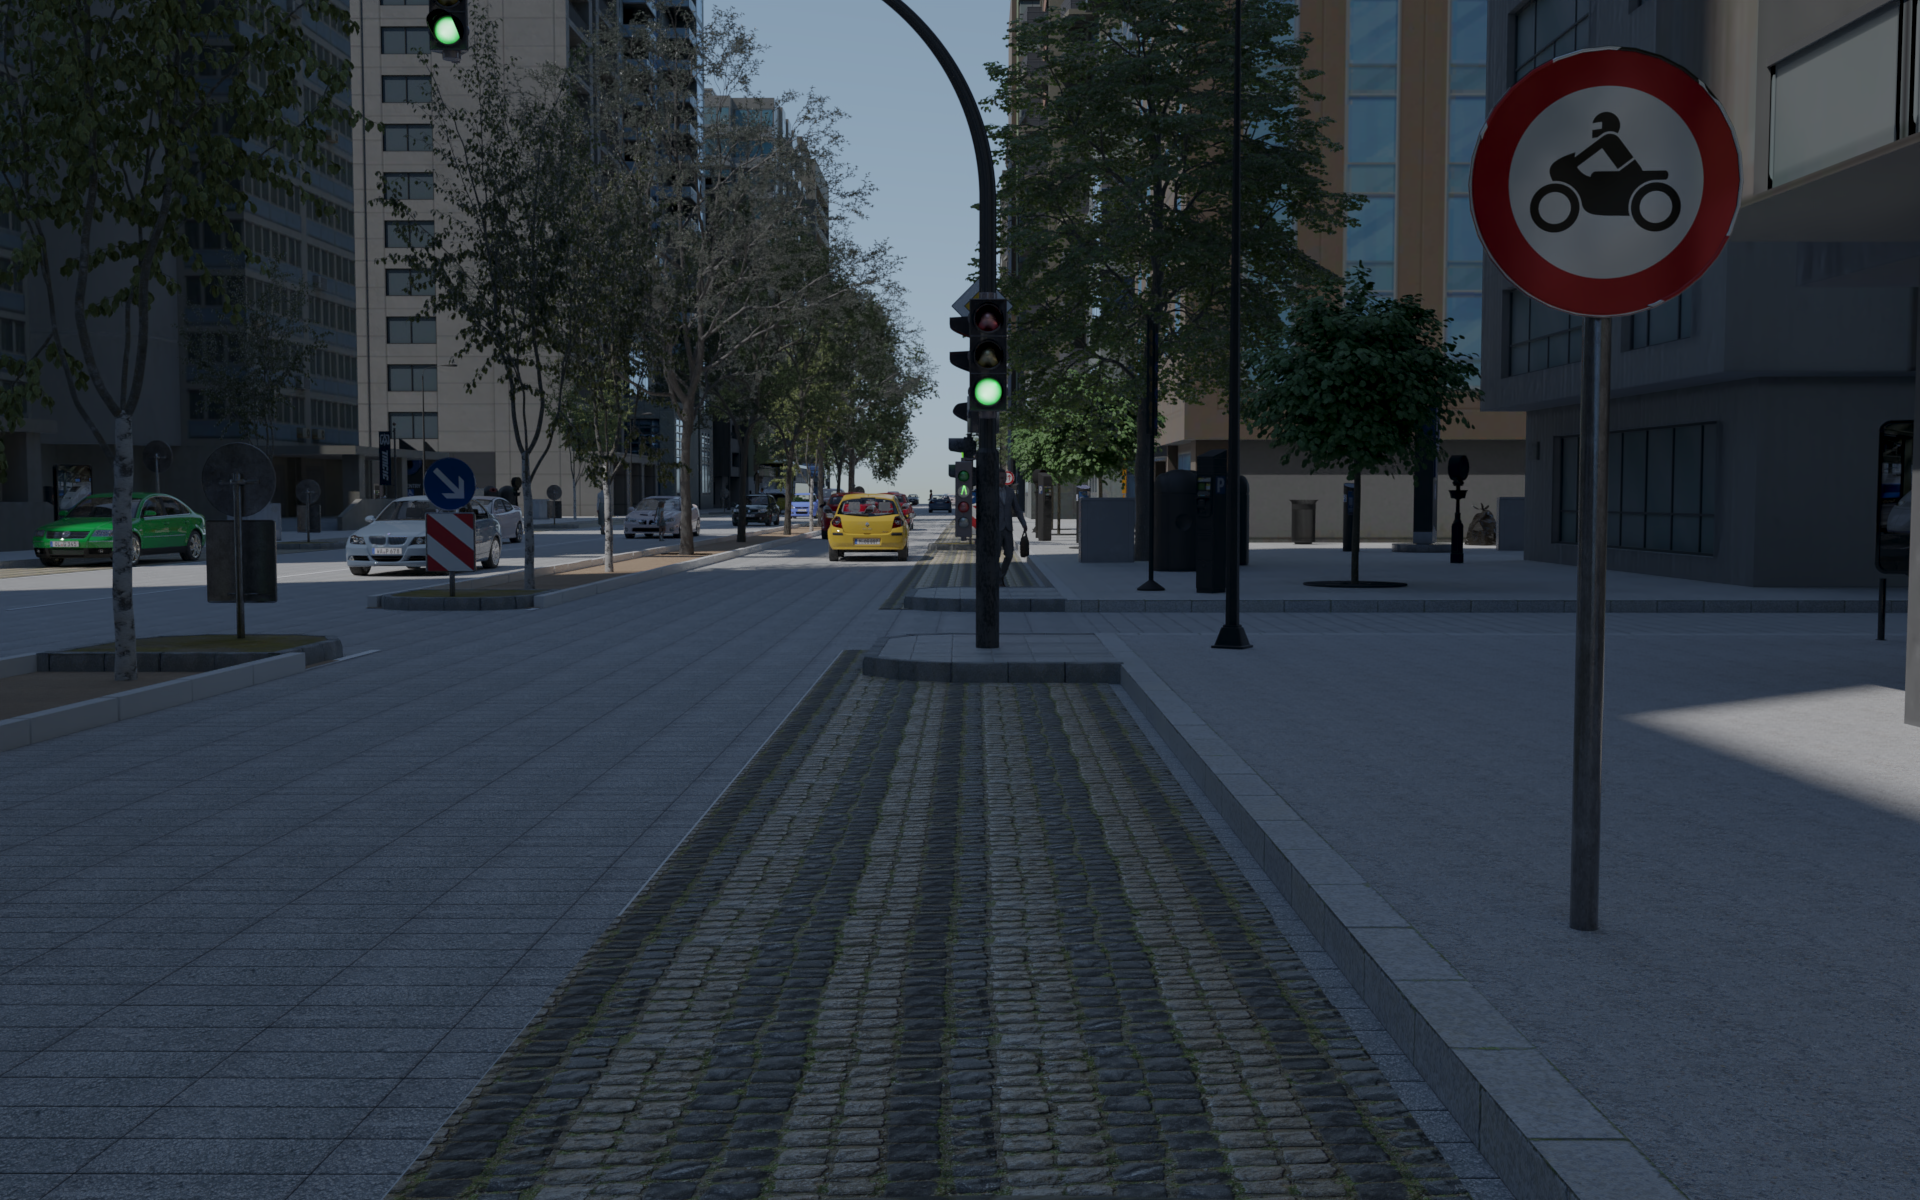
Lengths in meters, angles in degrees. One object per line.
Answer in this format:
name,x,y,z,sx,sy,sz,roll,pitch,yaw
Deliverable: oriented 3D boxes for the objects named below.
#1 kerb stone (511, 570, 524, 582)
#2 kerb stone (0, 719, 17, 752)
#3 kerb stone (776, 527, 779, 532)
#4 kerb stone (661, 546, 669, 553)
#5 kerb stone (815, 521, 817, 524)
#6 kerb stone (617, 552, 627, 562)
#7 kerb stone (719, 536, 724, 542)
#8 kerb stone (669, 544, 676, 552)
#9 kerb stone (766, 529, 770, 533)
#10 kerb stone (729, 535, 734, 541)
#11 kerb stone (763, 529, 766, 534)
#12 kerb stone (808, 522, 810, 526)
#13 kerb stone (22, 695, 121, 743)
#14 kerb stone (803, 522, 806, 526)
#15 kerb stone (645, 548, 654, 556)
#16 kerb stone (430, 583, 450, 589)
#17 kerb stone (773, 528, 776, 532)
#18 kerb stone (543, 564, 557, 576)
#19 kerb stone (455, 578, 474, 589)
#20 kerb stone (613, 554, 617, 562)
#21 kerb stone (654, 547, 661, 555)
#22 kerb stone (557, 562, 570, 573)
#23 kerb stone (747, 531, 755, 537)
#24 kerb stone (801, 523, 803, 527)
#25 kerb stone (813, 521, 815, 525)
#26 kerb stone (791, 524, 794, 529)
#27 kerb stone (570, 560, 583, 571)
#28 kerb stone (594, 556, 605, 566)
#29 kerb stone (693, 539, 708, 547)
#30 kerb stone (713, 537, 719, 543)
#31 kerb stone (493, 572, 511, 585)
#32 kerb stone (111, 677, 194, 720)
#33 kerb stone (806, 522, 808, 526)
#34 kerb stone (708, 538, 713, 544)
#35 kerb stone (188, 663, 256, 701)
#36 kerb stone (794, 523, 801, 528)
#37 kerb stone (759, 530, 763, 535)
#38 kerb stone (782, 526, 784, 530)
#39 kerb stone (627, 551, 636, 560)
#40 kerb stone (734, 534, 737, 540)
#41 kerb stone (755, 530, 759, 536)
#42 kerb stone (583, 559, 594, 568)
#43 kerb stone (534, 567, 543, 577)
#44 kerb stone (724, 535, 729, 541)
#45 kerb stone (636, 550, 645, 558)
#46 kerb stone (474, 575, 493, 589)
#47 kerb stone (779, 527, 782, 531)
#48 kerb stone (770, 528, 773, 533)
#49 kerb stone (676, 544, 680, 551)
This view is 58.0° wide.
kerb stone,-7.330,-0.378,28.422,0.120,0.150,1.000,0,4,0
kerb stone,-5.392,0.786,9.417,0.120,0.150,1.000,0,4,0
kerb stone,-7.020,-2.636,65.297,0.120,0.150,1.000,0,4,0
kerb stone,-7.223,-1.193,41.732,0.120,0.150,1.000,0,4,0
kerb stone,-6.902,-3.577,80.703,0.120,0.150,1.000,0,4,0
kerb stone,-7.261,-0.881,36.605,0.120,0.150,1.000,0,4,0
kerb stone,-7.146,-1.759,50.966,0.120,0.150,1.000,0,4,0
kerb stone,-7.209,-1.257,42.754,0.120,0.150,1.000,0,4,0
kerb stone,-7.050,-2.449,62.232,0.120,0.150,1.000,0,4,0
kerb stone,-7.122,-1.883,53.014,0.120,0.150,1.000,0,4,0
kerb stone,-7.057,-2.384,61.210,0.120,0.150,1.000,0,4,0
kerb stone,-6.921,-3.382,77.613,0.120,0.150,1.000,0,4,0
kerb stone,-5.384,0.722,10.440,0.120,0.150,1.000,0,4,0
kerb stone,-6.941,-3.263,75.539,0.120,0.150,1.000,0,4,0
kerb stone,-7.226,-1.070,39.686,0.120,0.150,1.000,0,4,0
kerb stone,-7.370,-0.130,24.334,0.120,0.150,1.000,0,4,0
kerb stone,-7.041,-2.572,64.276,0.120,0.150,1.000,0,4,0
kerb stone,-7.322,-0.506,30.466,0.120,0.150,1.000,0,4,0
kerb stone,-7.358,-0.193,25.356,0.120,0.150,1.000,0,4,0
kerb stone,-7.268,-0.819,35.583,0.120,0.150,1.000,0,4,0
kerb stone,-7.233,-1.132,40.708,0.120,0.150,1.000,0,4,0
kerb stone,-7.306,-0.568,31.489,0.120,0.150,1.000,0,4,0
kerb stone,-7.089,-2.198,58.140,0.120,0.150,1.000,0,4,0
kerb stone,-6.954,-3.200,74.517,0.120,0.150,1.000,0,4,0
kerb stone,-6.900,-3.508,79.681,0.120,0.150,1.000,0,4,0
kerb stone,-6.983,-2.949,70.422,0.120,0.150,1.000,0,4,0
kerb stone,-7.298,-0.625,32.517,0.120,0.150,1.000,0,4,0
kerb stone,-7.287,-0.745,34.562,0.120,0.150,1.000,0,4,0
kerb stone,-7.173,-1.571,47.878,0.120,0.150,1.000,0,4,0
kerb stone,-7.159,-1.696,49.929,0.120,0.150,1.000,0,4,0
kerb stone,-7.342,-0.318,27.400,0.120,0.150,1.000,0,4,0
kerb stone,-5.370,0.656,11.463,0.120,0.150,1.000,0,4,0
kerb stone,-6.931,-3.326,76.572,0.120,0.150,1.000,0,4,0
kerb stone,-7.169,-1.634,48.904,0.120,0.150,1.000,0,4,0
kerb stone,-5.367,0.594,12.488,0.120,0.150,1.000,0,4,0
kerb stone,-6.957,-3.137,73.488,0.120,0.150,1.000,0,4,0
kerb stone,-7.068,-2.324,60.188,0.120,0.150,1.000,0,4,0
kerb stone,-7.010,-2.759,67.345,0.120,0.150,1.000,0,4,0
kerb stone,-7.263,-0.944,37.629,0.120,0.150,1.000,0,4,0
kerb stone,-7.119,-1.947,54.036,0.120,0.150,1.000,0,4,0
kerb stone,-7.074,-2.260,59.162,0.120,0.150,1.000,0,4,0
kerb stone,-7.300,-0.694,33.539,0.120,0.150,1.000,0,4,0
kerb stone,-7.324,-0.443,29.444,0.120,0.150,1.000,0,4,0
kerb stone,-7.127,-1.818,51.988,0.120,0.150,1.000,0,4,0
kerb stone,-7.245,-1.003,38.658,0.120,0.150,1.000,0,4,0
kerb stone,-7.347,-0.256,26.378,0.120,0.150,1.000,0,4,0
kerb stone,-7.020,-2.698,66.323,0.120,0.150,1.000,0,4,0
kerb stone,-7.039,-2.511,63.254,0.120,0.150,1.000,0,4,0
kerb stone,-7.201,-1.320,43.778,0.120,0.150,1.000,0,4,0
